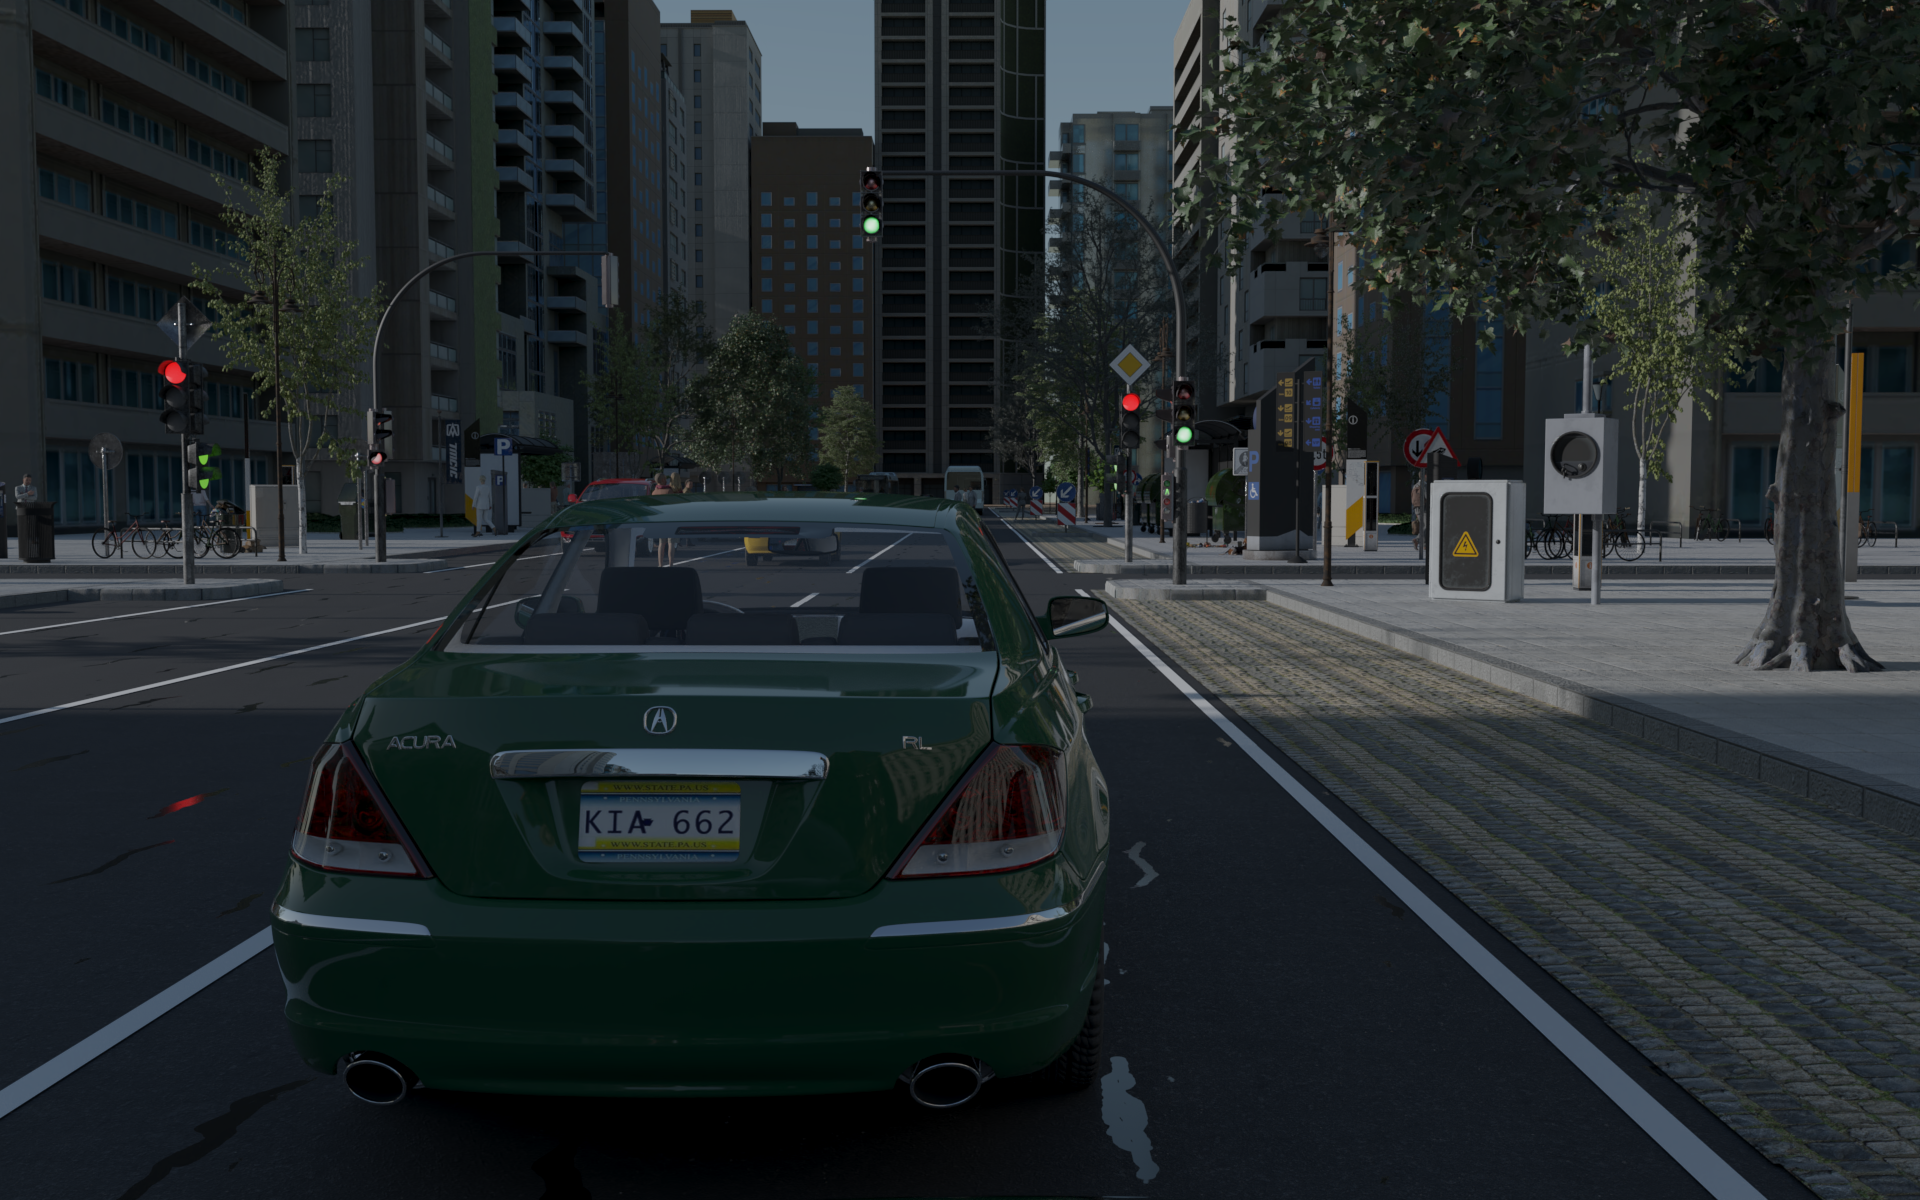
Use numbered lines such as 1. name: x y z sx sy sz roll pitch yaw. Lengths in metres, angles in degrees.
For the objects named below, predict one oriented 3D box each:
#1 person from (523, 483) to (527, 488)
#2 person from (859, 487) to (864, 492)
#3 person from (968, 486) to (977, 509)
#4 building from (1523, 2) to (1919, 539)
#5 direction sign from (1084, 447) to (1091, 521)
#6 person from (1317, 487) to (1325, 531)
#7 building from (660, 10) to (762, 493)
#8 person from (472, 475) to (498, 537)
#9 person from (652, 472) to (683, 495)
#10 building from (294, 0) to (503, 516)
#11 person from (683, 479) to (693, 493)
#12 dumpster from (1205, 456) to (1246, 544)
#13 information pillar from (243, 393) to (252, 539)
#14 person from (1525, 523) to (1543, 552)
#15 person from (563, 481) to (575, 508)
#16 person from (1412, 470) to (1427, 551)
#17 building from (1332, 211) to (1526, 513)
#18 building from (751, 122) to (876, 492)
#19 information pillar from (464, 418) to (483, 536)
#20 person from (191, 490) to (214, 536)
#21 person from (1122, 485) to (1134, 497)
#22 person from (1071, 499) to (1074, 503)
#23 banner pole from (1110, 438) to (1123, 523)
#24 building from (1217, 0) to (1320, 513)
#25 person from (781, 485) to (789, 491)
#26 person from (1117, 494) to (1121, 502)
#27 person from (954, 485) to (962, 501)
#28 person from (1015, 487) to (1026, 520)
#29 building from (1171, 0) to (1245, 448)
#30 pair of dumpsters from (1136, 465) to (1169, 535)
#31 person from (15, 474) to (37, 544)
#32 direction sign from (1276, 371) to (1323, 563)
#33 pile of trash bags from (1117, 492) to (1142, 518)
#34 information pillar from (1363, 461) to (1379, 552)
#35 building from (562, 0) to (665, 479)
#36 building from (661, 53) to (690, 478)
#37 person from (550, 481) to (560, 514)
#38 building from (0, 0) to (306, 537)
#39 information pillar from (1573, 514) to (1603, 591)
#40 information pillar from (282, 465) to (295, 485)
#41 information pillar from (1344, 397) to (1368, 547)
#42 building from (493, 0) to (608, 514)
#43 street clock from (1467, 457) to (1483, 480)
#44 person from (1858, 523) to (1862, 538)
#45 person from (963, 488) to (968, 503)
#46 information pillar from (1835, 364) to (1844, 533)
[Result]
1. person: -20.094 -4.484 79.692 0.444 1.785 0.601 -3 5 -43
2. person: -4.993 -4.772 86.916 0.834 1.777 0.661 2 4 31
3. person: 0.639 -4.732 85.708 0.795 1.843 0.661 -3 5 -41
4. building: 31.343 -26.586 58.388 21.600 48.544 21.300 0 4 0
5. direction sign: 6.177 -5.624 83.950 0.379 3.537 0.876 -1 4 -9
6. person: 12.621 -3.182 59.871 0.589 1.601 0.330 2 4 24
7. building: -38.890 -41.167 215.071 28.212 58.520 21.231 0 4 0
8. person: -14.091 -2.778 51.343 0.818 1.842 0.514 1 4 15
9. person: -5.316 -1.421 31.701 0.580 1.828 0.573 -1 4 -20
10. building: -31.850 -24.624 86.204 14.154 41.232 14.086 0 4 0
11. person: -7.466 -2.375 47.235 0.656 1.842 0.836 3 4 36
12. dumpster: 7.246 -2.597 44.950 1.502 2.255 1.985 0 4 0
13. information pillar: -16.623 -3.001 40.420 0.183 3.616 0.504 -1 4 -19
14. person: 11.742 -1.540 36.725 0.738 1.151 1.012 -2 4 -27
15. person: -15.031 -3.665 66.457 0.782 1.767 0.515 3 5 43
16. person: 10.556 -2.054 39.597 0.822 1.834 0.622 -2 4 -29
17. building: 28.176 -26.974 91.139 14.600 45.320 14.200 0 4 0
18. building: -17.396 -34.346 211.671 14.200 45.320 14.600 0 4 0
19. information pillar: -14.903 -3.772 53.024 0.504 3.616 0.183 -1 4 -19
20. person: -23.116 -2.817 52.779 0.731 1.740 0.598 -1 4 -13
21. person: 7.713 -4.456 79.258 0.532 1.782 0.716 1 4 19
22. person: 10.536 -9.557 162.323 1.348 1.821 0.705 -3 5 -40
23. banner pole: 6.962 -5.365 77.732 0.863 3.779 0.401 -2 4 -27
24. building: 34.970 -33.211 132.238 28.713 52.752 27.495 0 4 0
25. person: -6.265 -3.201 61.432 0.593 1.750 0.643 0 4 7
26. person: 12.351 -7.667 132.118 1.217 1.735 0.721 0 4 -1
27. person: -0.063 -3.738 69.896 0.850 1.792 0.678 -1 4 -9
28. person: 3.172 -5.029 90.997 0.520 1.790 0.573 -3 4 -38
29. building: 31.155 -32.646 157.470 21.300 48.544 21.600 0 4 0
30. pair of dumpsters: 6.686 -3.283 56.177 1.574 2.255 4.437 0 4 1
31. person: -23.856 -2.328 44.291 0.466 1.800 0.511 3 5 42
32. direction sign: 6.280 -2.455 32.128 0.876 3.537 0.379 2 4 31
33. pile of trash bags: 8.896 -5.016 91.763 1.912 1.369 3.447 -1 4 -12
34. information pillar: 9.187 -2.094 38.734 0.304 2.012 0.304 0 4 6
35. building: -33.120 -30.292 145.389 14.600 45.320 14.200 0 4 0
36. building: -33.228 -29.347 163.423 14.086 41.232 14.154 0 4 0
37. person: -17.604 -4.216 74.949 0.573 1.828 0.580 -2 4 -24
38. building: -37.942 -26.699 60.235 21.300 48.544 21.600 0 4 0
39. information pillar: 8.347 -1.132 23.001 0.304 2.012 0.304 0 4 5
40. information pillar: -17.150 -2.432 44.253 0.304 2.012 0.304 -1 4 -12
41. information pillar: 9.524 -3.076 41.653 0.504 3.616 0.183 1 4 15
42. building: -37.623 -49.476 121.599 22.319 86.520 31.000 0 4 0
43. street clock: 10.127 -1.807 34.111 0.358 2.002 0.471 2 4 27
44. person: 18.458 -1.855 36.340 0.622 1.834 0.822 -1 4 -17
45. person: 0.285 -5.935 105.770 0.641 1.798 0.478 0 4 -6
46. information pillar: 16.028 -2.455 31.501 0.504 3.616 0.183 -2 4 -28
